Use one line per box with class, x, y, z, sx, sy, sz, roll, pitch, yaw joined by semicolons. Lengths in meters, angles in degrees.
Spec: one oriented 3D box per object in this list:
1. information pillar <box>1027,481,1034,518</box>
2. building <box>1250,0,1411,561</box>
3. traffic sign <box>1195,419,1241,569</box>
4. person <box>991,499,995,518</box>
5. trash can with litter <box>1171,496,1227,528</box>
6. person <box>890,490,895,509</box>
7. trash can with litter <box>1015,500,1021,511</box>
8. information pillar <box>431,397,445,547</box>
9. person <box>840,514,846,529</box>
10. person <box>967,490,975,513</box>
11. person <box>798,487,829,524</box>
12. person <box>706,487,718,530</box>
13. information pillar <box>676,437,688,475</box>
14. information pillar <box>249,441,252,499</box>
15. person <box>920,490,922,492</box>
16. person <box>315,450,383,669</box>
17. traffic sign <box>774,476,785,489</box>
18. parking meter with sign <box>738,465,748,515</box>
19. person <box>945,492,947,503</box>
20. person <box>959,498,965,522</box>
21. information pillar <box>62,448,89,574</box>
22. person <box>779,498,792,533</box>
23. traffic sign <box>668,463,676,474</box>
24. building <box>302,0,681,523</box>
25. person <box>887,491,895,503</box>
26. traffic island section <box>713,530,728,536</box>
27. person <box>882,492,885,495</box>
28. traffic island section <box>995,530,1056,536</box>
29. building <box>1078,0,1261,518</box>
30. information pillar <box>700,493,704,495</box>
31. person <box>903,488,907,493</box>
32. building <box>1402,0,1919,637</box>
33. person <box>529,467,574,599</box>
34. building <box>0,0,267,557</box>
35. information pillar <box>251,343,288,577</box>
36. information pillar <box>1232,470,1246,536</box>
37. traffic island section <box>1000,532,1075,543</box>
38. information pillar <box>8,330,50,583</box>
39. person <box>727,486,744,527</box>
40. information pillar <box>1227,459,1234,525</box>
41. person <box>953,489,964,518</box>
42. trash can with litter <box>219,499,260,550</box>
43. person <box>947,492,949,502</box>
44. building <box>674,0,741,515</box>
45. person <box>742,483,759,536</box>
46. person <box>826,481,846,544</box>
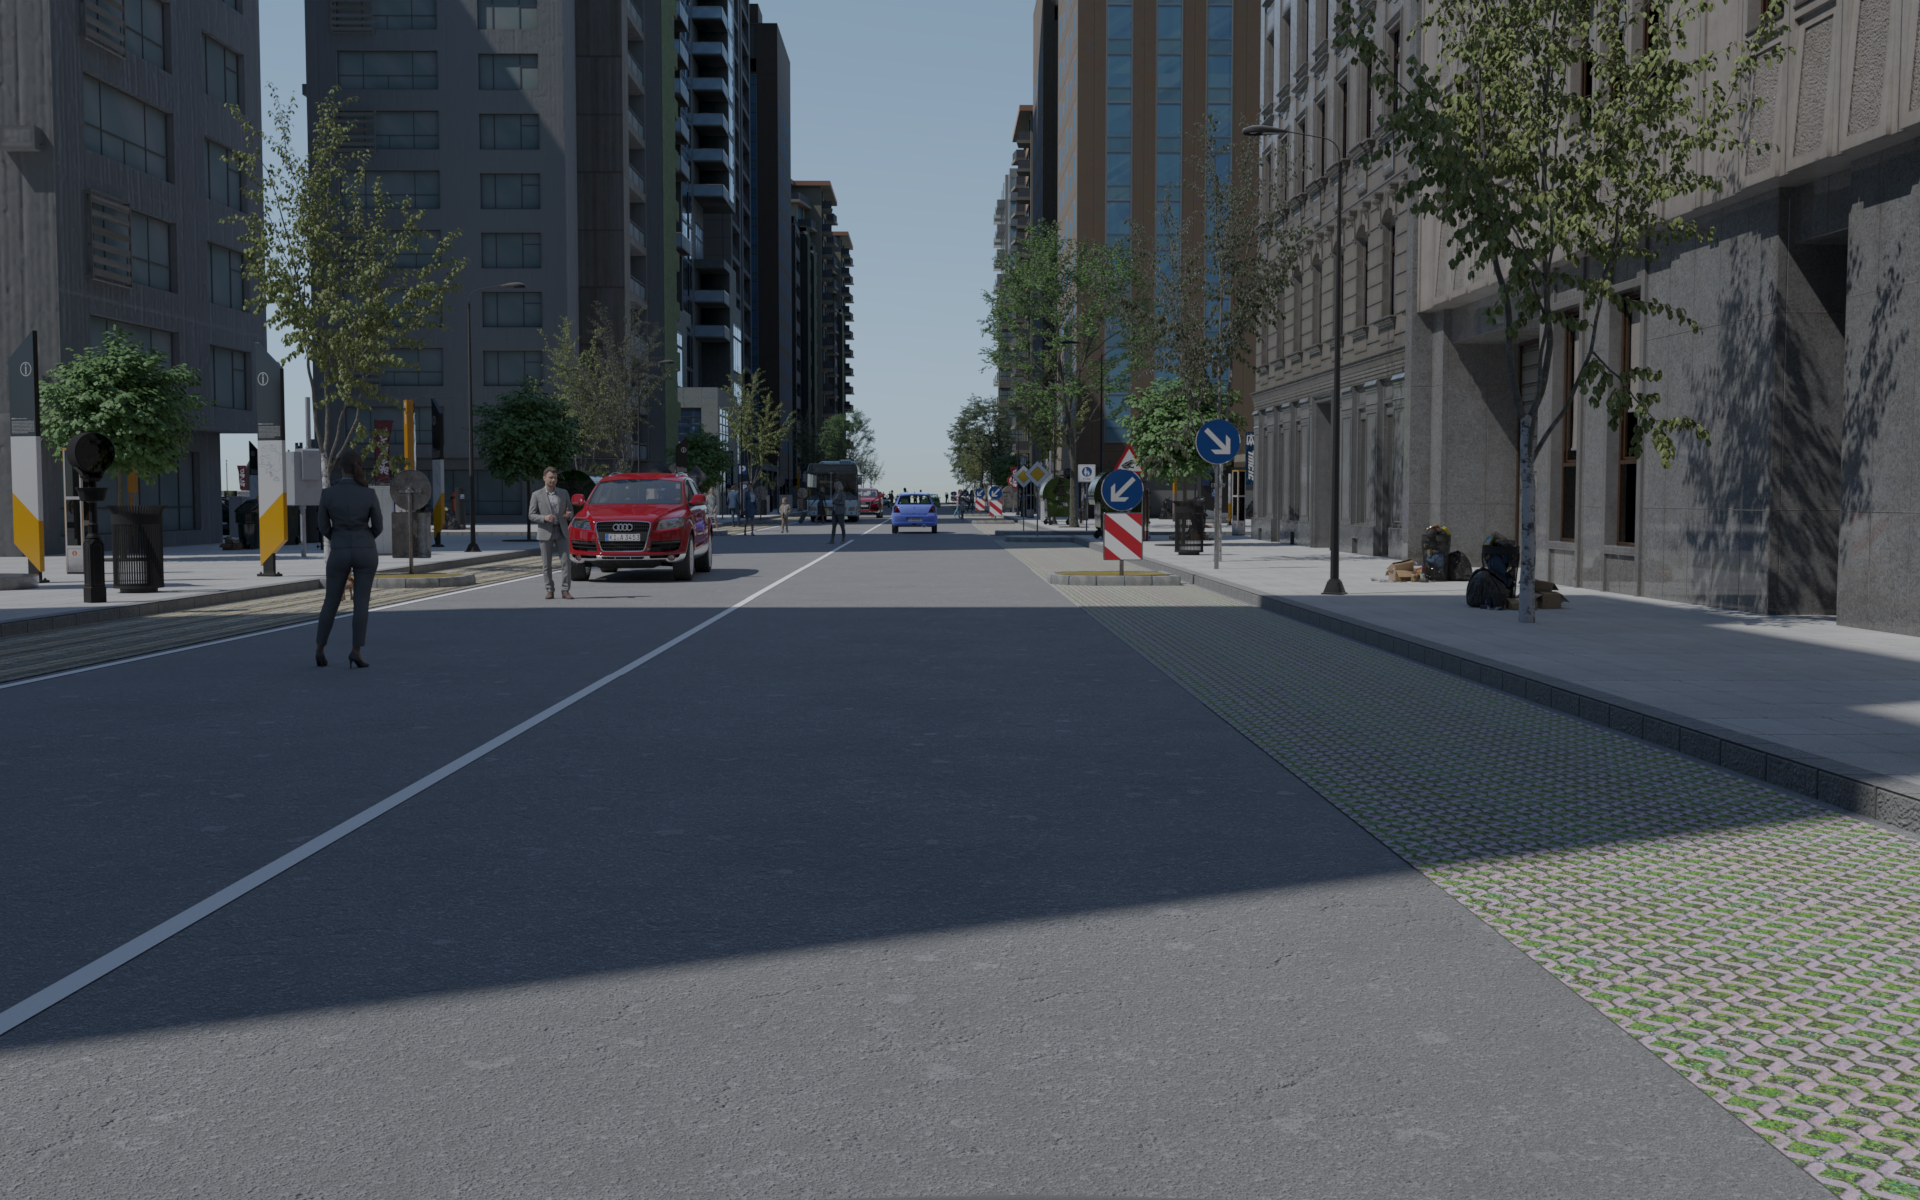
information pillar;3.747;-5.365;92.205;0.304;2.012;0.304;3;4;38
building;13.098;-11.661;39.816;9.793;20.994;18.267;0;4;-1
traffic sign;4.386;-1.800;29.542;0.768;2.556;0.104;0;4;0
person;1.987;-5.595;104.643;0.373;1.253;0.362;-2;4;-35
trash can with litter;8.973;-3.357;65.939;1.678;1.210;2.233;-2;4;-34
person;-6.430;-9.559;164.789;0.705;1.824;1.348;-1;4;-14
trash can with litter;4.615;-7.373;131.930;0.624;1.170;1.055;-3;4;-37
information pillar;-12.609;-3.087;41.835;0.183;3.616;0.504;-3;5;-40
person;-4.800;-3.564;71.016;0.306;1.304;0.590;1;4;16
person;0.764;-7.230;127.296;0.593;1.750;0.643;-1;4;-22
person;-7.110;-4.615;84.171;1.509;1.804;0.699;-1;4;-13
person;-9.307;-3.399;65.071;0.512;1.701;0.522;0;4;-1
information pillar;-11.249;-4.819;70.140;0.504;3.616;0.183;0;4;-8
information pillar;-31.109;-5.198;76.347;0.183;3.616;0.504;2;4;25
person;-3.472;-9.056;156.437;0.599;1.838;0.709;0;4;1
person;-5.058;-0.339;14.320;0.520;1.790;0.573;-2;4;-29
traffic sign;-12.503;-7.326;119.893;0.768;2.556;0.104;0;4;2
parking meter with sign;-12.999;-6.597;104.127;0.543;3.016;1.738;-1;4;-13
person;-2.187;-16.695;282.288;0.721;1.723;1.217;2;4;25
person;0.108;-4.593;88.273;0.352;1.250;0.332;1;4;21
information pillar;-14.129;-1.423;27.762;0.304;2.012;0.304;0;4;4
person;-6.434;-3.123;63.836;0.475;1.303;0.640;0;4;3
traffic sign;-11.741;-4.370;71.558;0.768;2.556;0.104;0;4;8
building;-21.194;-24.291;80.751;14.154;41.232;14.086;0;4;-1
person;-9.877;-14.387;243.804;1.350;1.814;0.705;0;4;-6
traffic island section;-9.198;-2.326;60.317;2.009;0.180;2.903;0;4;-1
person;-11.814;-15.791;266.819;1.348;1.807;0.705;0;4;3
traffic island section;2.242;-2.337;60.486;2.009;0.180;2.903;0;4;-1
building;12.872;-27.318;96.766;14.600;45.320;14.200;0;4;-1
information pillar;-14.504;-6.429;96.476;0.504;3.616;0.183;-2;4;-31
person;-3.043;-5.451;97.811;0.721;1.800;0.419;-1;4;-13
building;14.122;-12.393;20.650;12.078;24.808;19.932;0;4;-1
person;-5.525;-0.910;23.573;0.606;1.804;0.583;-2;4;-30
building;-25.171;-21.841;40.700;14.086;41.232;14.154;0;4;-1
information pillar;-10.667;-2.169;26.820;0.504;3.616;0.183;1;4;20
information pillar;8.608;-2.995;53.458;0.304;2.012;0.304;-2;4;-28
traffic island section;2.364;-1.848;52.501;2.009;0.180;2.903;0;4;-1
information pillar;-13.416;-2.052;24.905;0.504;3.616;0.183;1;4;19
person;-9.735;-4.055;74.982;0.721;1.800;0.419;1;4;17
information pillar;11.088;-4.861;70.832;0.183;3.616;0.504;2;4;26
person;-0.097;-5.712;102.727;0.643;1.720;0.563;0;4;6
trash can with litter;-16.481;-1.740;39.831;0.624;1.170;1.055;1;4;19
person;-2.140;-17.433;294.450;0.530;1.710;0.541;-2;4;-29
building;-26.006;-49.226;117.523;22.319;86.520;31.000;0;4;-1
person;-7.231;-3.125;59.620;0.581;1.822;0.654;-1;4;-23
person;-3.518;-2.514;49.780;0.526;1.800;0.537;-3;4;-36
